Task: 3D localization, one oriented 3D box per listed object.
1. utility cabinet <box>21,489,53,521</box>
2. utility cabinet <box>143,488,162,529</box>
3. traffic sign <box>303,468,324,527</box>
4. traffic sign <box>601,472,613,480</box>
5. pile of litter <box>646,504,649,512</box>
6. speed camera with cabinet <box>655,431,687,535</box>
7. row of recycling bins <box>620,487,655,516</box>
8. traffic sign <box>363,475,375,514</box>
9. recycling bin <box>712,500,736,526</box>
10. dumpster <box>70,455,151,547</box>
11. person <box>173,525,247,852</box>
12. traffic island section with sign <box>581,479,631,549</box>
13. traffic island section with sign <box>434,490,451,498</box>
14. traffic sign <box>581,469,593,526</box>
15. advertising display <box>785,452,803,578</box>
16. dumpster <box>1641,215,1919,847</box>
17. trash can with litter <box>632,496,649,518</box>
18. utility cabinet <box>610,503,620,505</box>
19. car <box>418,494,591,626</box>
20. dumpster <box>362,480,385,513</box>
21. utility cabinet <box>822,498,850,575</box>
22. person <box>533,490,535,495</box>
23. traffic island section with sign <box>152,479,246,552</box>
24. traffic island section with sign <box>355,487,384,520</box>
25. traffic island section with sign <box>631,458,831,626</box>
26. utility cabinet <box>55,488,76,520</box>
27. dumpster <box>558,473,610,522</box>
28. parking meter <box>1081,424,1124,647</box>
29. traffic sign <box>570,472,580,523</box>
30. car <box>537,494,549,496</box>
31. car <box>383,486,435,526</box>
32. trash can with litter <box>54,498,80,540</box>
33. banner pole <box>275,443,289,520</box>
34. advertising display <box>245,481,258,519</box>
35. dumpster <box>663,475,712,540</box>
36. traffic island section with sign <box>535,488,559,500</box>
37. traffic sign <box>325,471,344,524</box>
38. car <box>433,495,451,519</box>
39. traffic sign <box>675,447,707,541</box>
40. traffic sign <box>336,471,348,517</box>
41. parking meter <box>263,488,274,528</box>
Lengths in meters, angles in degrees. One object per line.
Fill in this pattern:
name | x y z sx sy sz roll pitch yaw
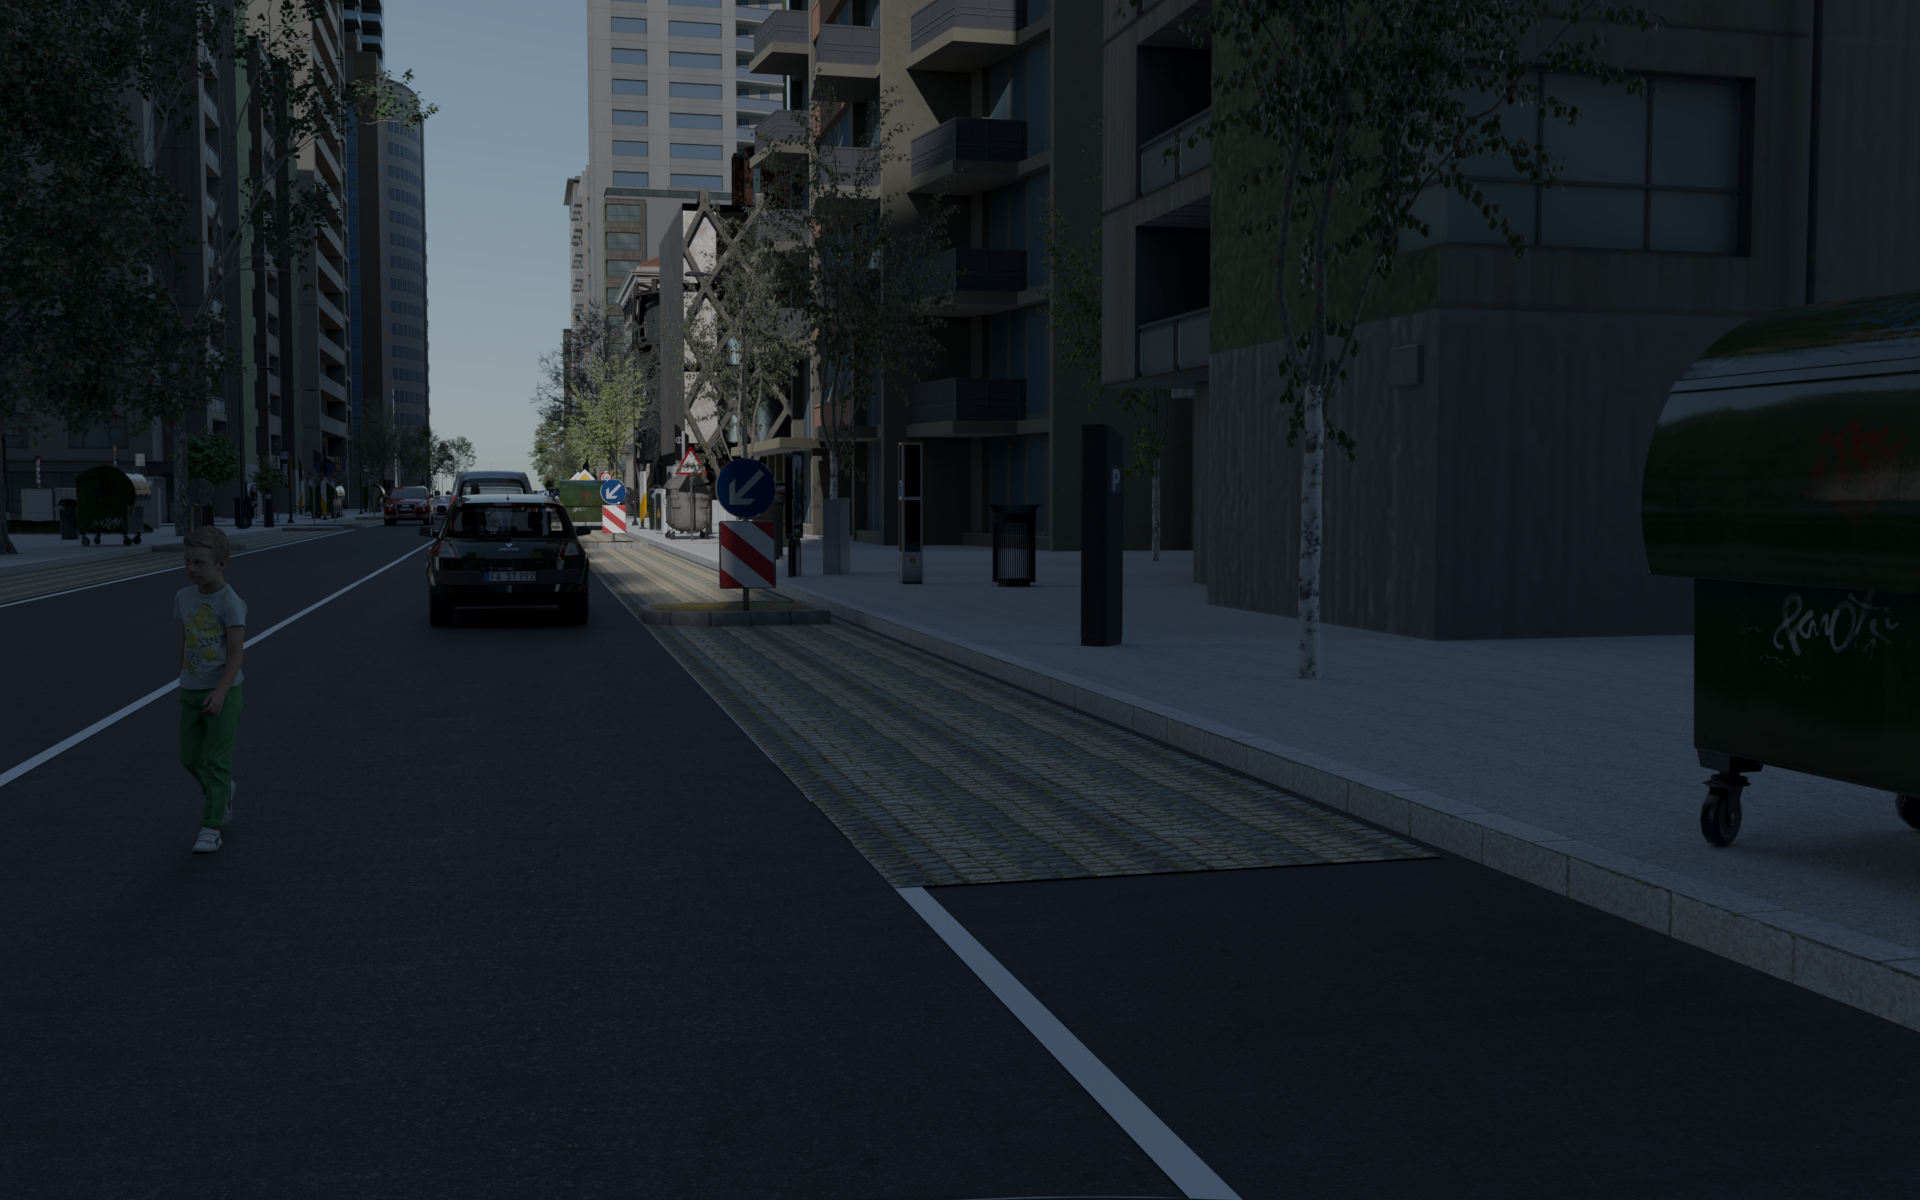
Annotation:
utility cabinet | -40.076 -4.068 75.187 0.318 1.500 1.173 2 4 34
utility cabinet | -29.857 -3.340 63.289 1.173 1.500 0.318 0 4 -6
traffic sign | -25.203 -3.910 67.578 0.795 2.450 0.064 -1 4 -14
traffic sign | -20.027 -5.990 98.040 0.768 2.556 0.104 0 4 -7
pile of litter | -17.507 -5.058 96.665 1.176 0.858 1.719 -3 5 -41
speed camera with cabinet | -9.150 -3.708 54.960 0.660 3.252 2.038 -2 4 -26
row of recycling bins | -18.930 -5.731 100.814 3.534 1.692 1.069 -3 4 -37
traffic sign | -38.657 -6.926 113.351 0.768 2.556 0.104 -1 4 -12
recycling bin | -9.649 -3.566 70.866 0.722 1.027 0.722 2 4 35
dumpster | -21.157 -2.488 43.171 1.502 2.255 1.985 -1 4 -14
person | -3.075 0.344 7.131 0.306 1.304 0.590 0 4 -8
traffic island section with sign | -9.378 -2.296 46.160 1.989 1.847 2.006 -1 4 -14
traffic island section with sign | -51.762 -9.978 171.774 1.989 1.847 2.006 -1 4 -14
traffic sign | -15.173 -4.065 70.102 0.795 2.450 0.064 -1 4 -14
advertising display | -2.582 -1.332 26.994 0.123 1.923 0.974 0 4 4
dumpster | 3.452 -0.191 5.619 1.502 2.255 1.985 -1 4 -14
trash can with litter | -17.179 -5.025 93.551 0.624 1.170 1.055 1 4 19
utility cabinet | -19.241 -5.142 95.237 1.020 1.237 0.306 -3 4 -36
car | -5.311 -0.643 20.298 2.009 1.686 4.222 -1 4 -15
dumpster | -40.864 -7.220 120.542 1.502 2.255 1.985 -1 4 -14
utility cabinet | -2.002 -1.030 28.009 0.306 1.237 1.020 0 4 5
person | -45.249 -10.716 183.699 0.705 1.826 1.348 2 4 26
traffic island section with sign | -19.148 -2.142 43.648 1.989 1.847 2.006 -1 4 -14
traffic island section with sign | -32.597 -5.376 96.531 1.989 1.847 2.006 -1 4 -14
traffic island section with sign | -2.620 -0.672 19.615 1.989 1.847 2.006 -1 4 -14
utility cabinet | -32.468 -3.333 63.172 0.318 1.500 1.173 1 4 8
dumpster | -14.672 -3.835 67.652 1.985 2.255 1.502 -1 4 -13
parking meter | 1.208 -0.550 14.697 0.255 1.863 0.399 2 4 27
traffic sign | -17.143 -4.538 77.841 0.795 2.450 0.064 -1 4 -14
car | -47.132 -11.416 195.452 1.959 1.807 4.718 -1 4 -14
car | -25.638 -4.406 80.703 2.281 1.827 5.304 -1 4 -14
trash can with litter | -25.132 -2.289 48.815 0.624 1.170 1.055 -1 4 -22
banner pole | -33.211 -5.799 84.836 0.863 3.779 0.401 -2 4 -25
advertising display | -36.370 -5.118 88.894 0.123 1.923 0.974 1 4 8
dumpster | -7.740 -2.661 49.262 1.264 1.857 1.865 -1 4 -14
traffic island section with sign | -29.750 -7.189 126.162 1.989 1.847 2.006 -1 4 -14
traffic sign | -27.174 -4.384 75.317 0.795 2.450 0.064 -1 4 -14
car | -29.301 -5.291 98.865 2.083 1.381 4.827 -1 4 -15
traffic sign | -7.375 -2.907 47.531 0.884 2.594 0.081 0 4 -6
traffic sign | -34.071 -5.825 95.352 0.768 2.556 0.104 -1 4 -12
parking meter | -26.580 -3.558 66.577 0.372 1.533 0.369 0 3 0
